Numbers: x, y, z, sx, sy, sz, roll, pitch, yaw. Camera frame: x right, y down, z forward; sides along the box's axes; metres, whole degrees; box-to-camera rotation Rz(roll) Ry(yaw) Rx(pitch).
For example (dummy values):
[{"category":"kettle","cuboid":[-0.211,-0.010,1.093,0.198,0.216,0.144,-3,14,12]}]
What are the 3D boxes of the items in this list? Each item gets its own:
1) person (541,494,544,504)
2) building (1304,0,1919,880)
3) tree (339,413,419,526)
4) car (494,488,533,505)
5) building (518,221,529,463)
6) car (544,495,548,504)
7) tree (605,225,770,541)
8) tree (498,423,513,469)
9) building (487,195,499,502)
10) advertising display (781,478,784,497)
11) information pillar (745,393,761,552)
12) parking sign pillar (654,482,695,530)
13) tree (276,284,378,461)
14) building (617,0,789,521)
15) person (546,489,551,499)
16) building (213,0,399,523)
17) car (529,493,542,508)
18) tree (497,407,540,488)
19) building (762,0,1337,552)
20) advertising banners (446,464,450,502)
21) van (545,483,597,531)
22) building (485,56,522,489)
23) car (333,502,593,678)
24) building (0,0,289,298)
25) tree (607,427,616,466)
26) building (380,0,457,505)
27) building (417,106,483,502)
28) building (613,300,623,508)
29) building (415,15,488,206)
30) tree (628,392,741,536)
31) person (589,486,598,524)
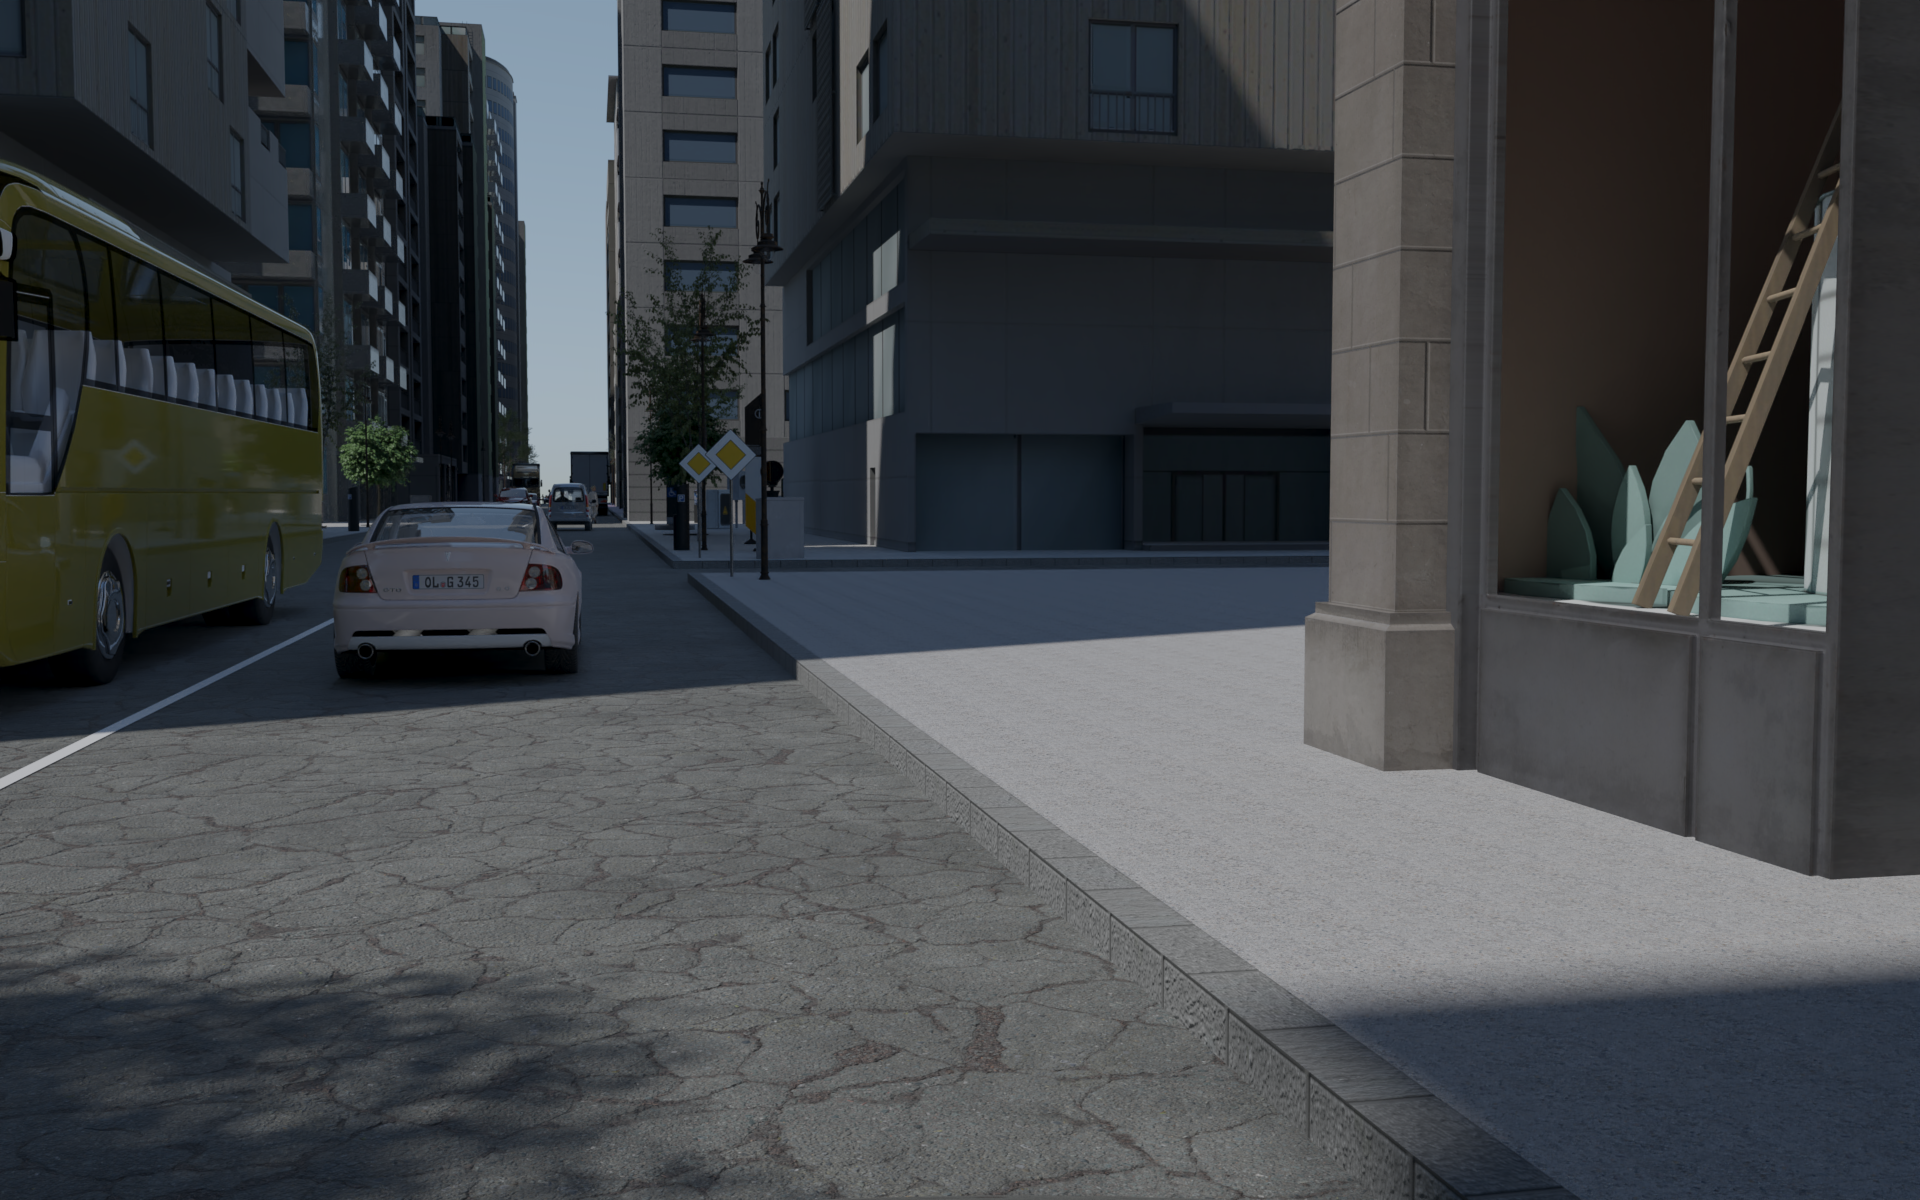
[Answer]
[{"category":"person","cuboid":[-57.837,-13.983,240.337,0.599,1.433,0.991,3,5,43]},{"category":"building","cuboid":[6.380,-9.600,7.865,10.553,20.767,40.483,-1,4,-12]},{"category":"tree","cuboid":[-23.737,-5.316,70.629,4.285,4.588,4.351,0,3,0]},{"category":"car","cuboid":[-26.833,-5.843,104.208,2.281,1.827,5.304,-1,4,-12]},{"category":"building","cuboid":[-70.000,-34.674,250.511,14.154,41.232,14.086,-1,4,-12]},{"category":"car","cuboid":[-61.053,-14.997,257.782,1.945,1.354,3.894,-1,4,-10]},{"category":"tree","cuboid":[-7.295,-5.894,46.722,4.737,8.622,4.395,0,3,0]},{"category":"tree","cuboid":[-46.242,-13.471,170.615,4.737,8.622,4.395,0,3,0]},{"category":"building","cuboid":[-50.136,-23.687,158.988,14.160,30.474,14.107,-1,4,-12]},{"category":"advertising display","cuboid":[-6.725,-3.931,69.493,0.974,1.923,0.123,-3,4,-36]},{"category":"information pillar","cuboid":[-4.538,-2.890,38.612,0.504,3.616,0.183,-1,4,-10]},{"category":"parking sign pillar","cuboid":[-10.256,-4.508,62.175,1.447,3.967,1.447,0,4,-1]},{"category":"tree","cuboid":[-22.788,-6.789,61.364,4.360,8.622,3.978,0,3,0]},{"category":"building","cuboid":[-8.227,-33.851,95.456,21.231,58.520,28.212,-1,4,-12]},{"category":"person","cuboid":[-35.799,-8.705,150.690,0.599,1.838,0.709,-2,4,-24]},{"category":"building","cuboid":[-39.879,-28.453,84.818,23.786,49.044,30.456,-1,4,-12]},{"category":"car","cuboid":[-30.433,-6.893,121.740,2.155,1.783,4.494,-1,4,-11]},{"category":"tree","cuboid":[-47.580,-15.143,181.992,8.767,10.594,7.601,3,5,42]},{"category":"building","cuboid":[8.516,-28.179,49.968,27.495,52.752,28.713,-1,4,-12]},{"category":"advertising banners","cuboid":[-28.767,-6.189,97.375,0.090,3.025,2.074,-1,4,-10]},{"category":"van","cuboid":[-15.446,-3.770,68.652,2.013,2.044,4.112,-1,4,-11]},{"category":"building","cuboid":[-69.482,-41.986,228.465,21.231,58.520,28.212,-1,4,-12]},{"category":"car","cuboid":[-4.236,-0.161,15.000,2.083,1.381,4.827,-1,4,-12]},{"category":"building","cuboid":[-32.311,-27.634,41.050,28.713,52.752,27.495,-1,4,-12]},{"category":"tree","cuboid":[-37.056,-14.718,190.993,4.360,8.622,3.978,0,3,0]},{"category":"building","cuboid":[-44.159,-41.228,112.324,20.563,71.187,20.611,-1,4,-12]},{"category":"building","cuboid":[-44.178,-22.005,131.483,14.160,30.474,14.107,-1,4,-12]},{"category":"building","cuboid":[-19.949,-19.974,171.611,27.650,21.520,28.899,-1,4,-12]},{"category":"building","cuboid":[-47.048,-28.216,144.930,14.154,41.232,14.086,-1,4,-12]},{"category":"tree","cuboid":[-8.661,-4.307,54.134,4.285,4.588,4.351,0,3,0]},{"category":"person","cuboid":[-17.695,-4.598,83.552,0.514,1.842,0.818,1,4,13]}]
